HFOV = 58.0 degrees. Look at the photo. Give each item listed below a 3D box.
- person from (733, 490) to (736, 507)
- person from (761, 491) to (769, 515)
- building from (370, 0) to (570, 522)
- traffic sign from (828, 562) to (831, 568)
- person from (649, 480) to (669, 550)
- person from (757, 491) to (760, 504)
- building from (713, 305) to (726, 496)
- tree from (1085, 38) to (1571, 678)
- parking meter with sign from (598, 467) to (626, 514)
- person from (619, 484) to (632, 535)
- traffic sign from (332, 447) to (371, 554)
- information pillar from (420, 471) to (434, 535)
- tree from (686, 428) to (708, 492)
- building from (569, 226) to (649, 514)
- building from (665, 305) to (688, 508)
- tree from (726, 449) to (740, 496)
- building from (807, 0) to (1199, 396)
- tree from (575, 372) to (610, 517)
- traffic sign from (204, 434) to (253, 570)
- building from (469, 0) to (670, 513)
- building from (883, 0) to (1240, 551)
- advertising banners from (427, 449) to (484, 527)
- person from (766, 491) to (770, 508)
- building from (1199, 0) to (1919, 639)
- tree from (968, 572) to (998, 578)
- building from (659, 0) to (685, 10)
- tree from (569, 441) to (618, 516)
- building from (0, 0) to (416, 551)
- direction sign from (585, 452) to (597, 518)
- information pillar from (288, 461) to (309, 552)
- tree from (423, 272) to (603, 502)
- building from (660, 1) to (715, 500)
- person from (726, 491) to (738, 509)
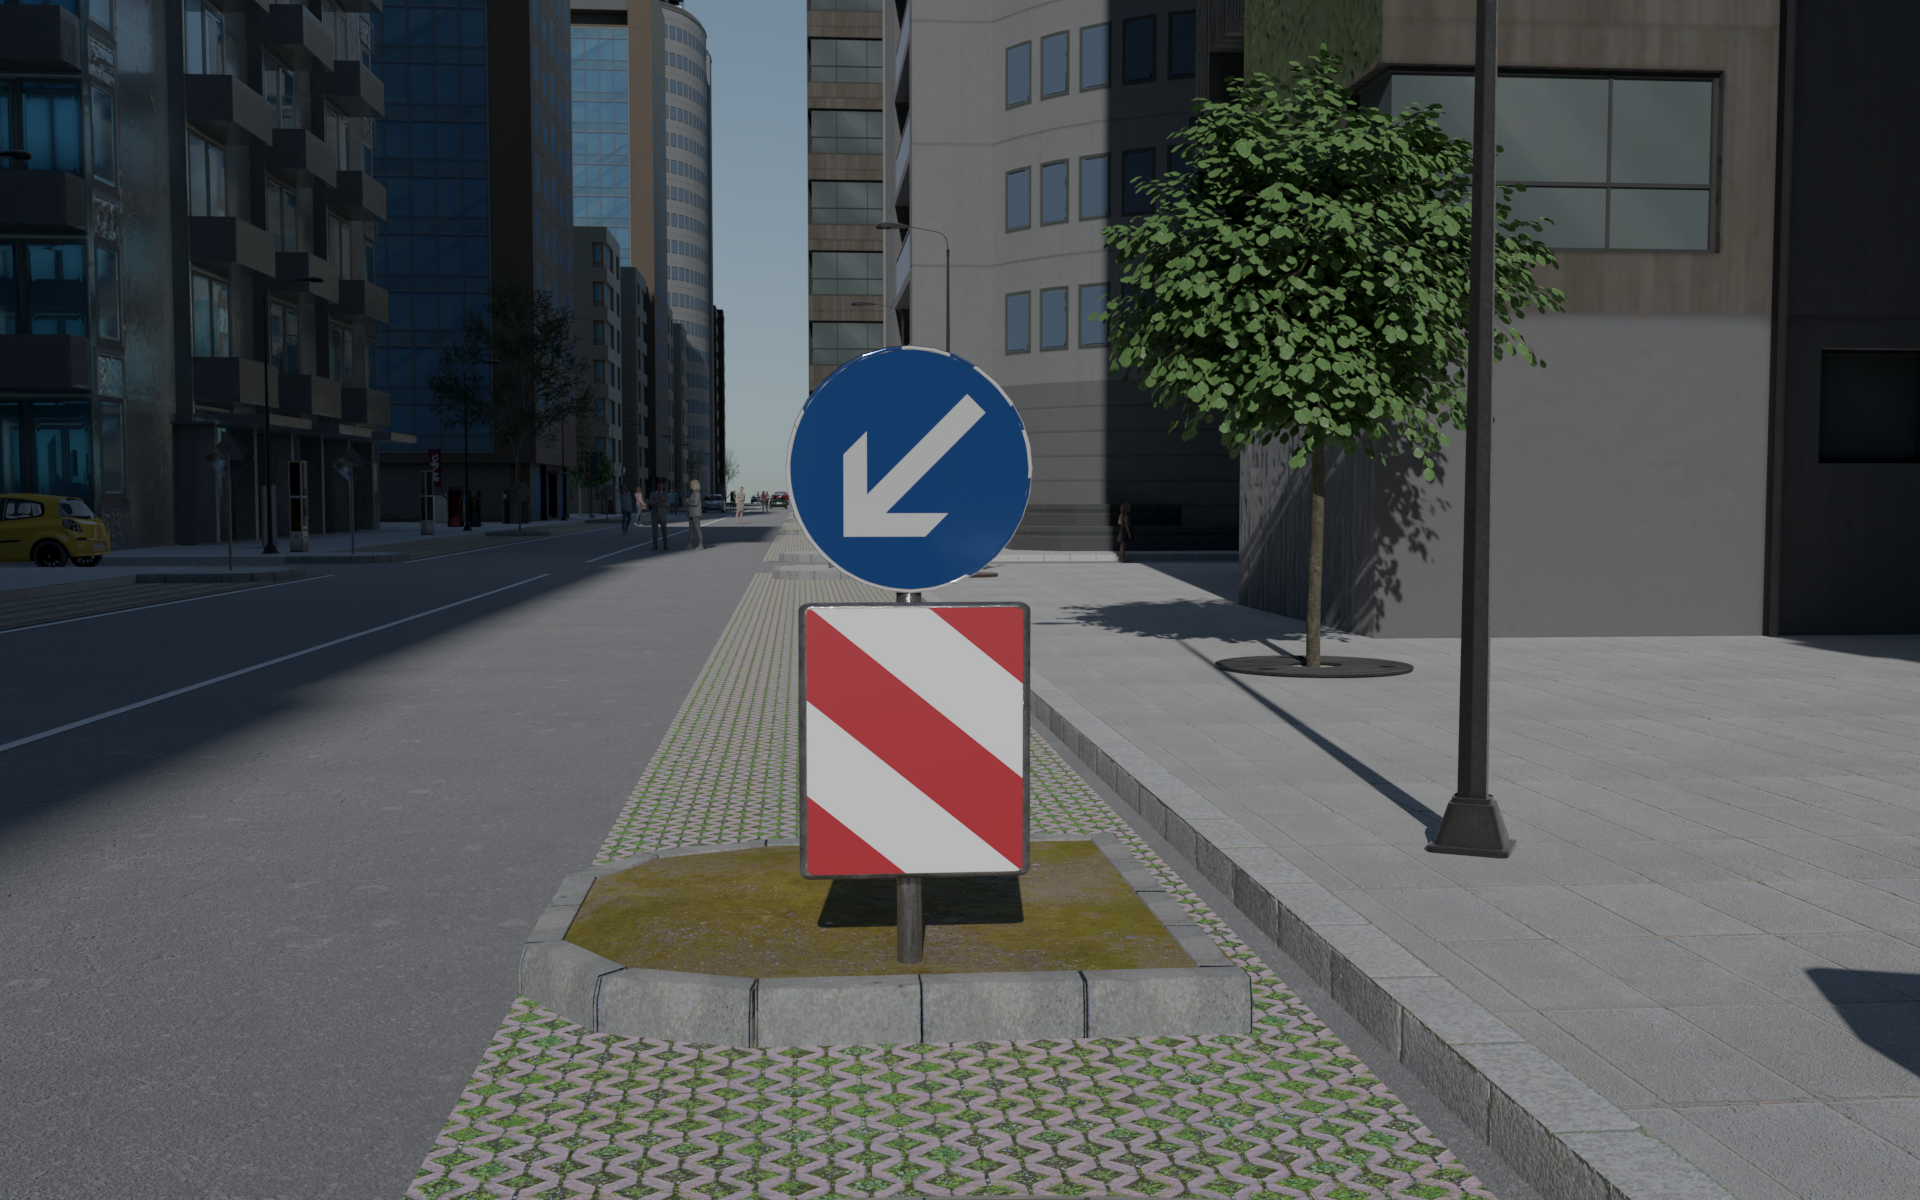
[{"bbox_3d":[-24.095,-10.800,185.070,0.705,1.826,1.348,0,4,4],"label":"person"},{"bbox_3d":[-13.421,-6.676,119.114,0.415,1.643,0.593,3,5,44],"label":"person"},{"bbox_3d":[-26.766,-26.529,83.862,14.600,45.320,14.200,0,4,-5],"label":"building"},{"bbox_3d":[-2.259,-1.610,29.967,0.795,2.450,0.064,0,4,-5],"label":"traffic sign"},{"bbox_3d":[-7.715,-2.186,44.426,0.511,1.800,0.466,-1,4,-16],"label":"person"},{"bbox_3d":[-28.740,-14.582,246.932,0.705,1.822,1.348,0,4,2],"label":"person"},{"bbox_3d":[-42.590,-29.861,259.930,14.160,30.474,14.107,0,4,-5],"label":"building"},{"bbox_3d":[2.627,-1.763,12.535,4.285,4.588,4.351,0,3,0],"label":"tree"},{"bbox_3d":[-22.446,-7.052,111.560,1.738,3.016,0.543,1,4,8],"label":"parking meter with sign"},{"bbox_3d":[-11.798,-3.200,61.085,0.793,1.790,0.793,0,4,-4],"label":"person"},{"bbox_3d":[-12.994,-2.042,37.023,0.795,2.450,0.064,0,4,-5],"label":"traffic sign"},{"bbox_3d":[-16.734,-3.050,54.367,0.304,2.012,0.304,3,4,38],"label":"information pillar"},{"bbox_3d":[-29.436,-14.468,186.906,4.360,8.622,3.978,0,3,0],"label":"tree"},{"bbox_3d":[-37.887,-17.135,125.204,27.650,21.520,28.899,0,4,-5],"label":"building"},{"bbox_3d":[-41.440,-19.793,168.661,27.650,21.520,28.899,0,4,-5],"label":"building"},{"bbox_3d":[-36.525,-19.617,271.104,4.360,8.622,3.978,0,3,0],"label":"tree"},{"bbox_3d":[0.905,-18.217,69.544,14.160,30.474,14.107,0,4,-5],"label":"building"},{"bbox_3d":[-21.751,-9.055,98.409,4.360,8.622,3.978,0,3,0],"label":"tree"},{"bbox_3d":[-12.263,-1.555,29.071,0.795,2.450,0.064,0,4,-5],"label":"traffic sign"},{"bbox_3d":[-32.400,-30.401,147.163,14.600,45.320,14.200,0,4,-5],"label":"building"},{"bbox_3d":[12.339,-30.924,47.603,28.212,58.520,21.231,0,4,-5],"label":"building"},{"bbox_3d":[-19.576,-4.343,67.192,2.074,3.025,0.090,-1,4,-9],"label":"advertising banners"},{"bbox_3d":[-20.404,-10.688,183.968,1.217,1.735,0.721,3,5,43],"label":"person"},{"bbox_3d":[10.030,-15.301,21.878,14.160,30.474,14.107,0,4,-5],"label":"building"},{"bbox_3d":[0.183,-1.980,26.980,1.663,3.219,1.824,0,3,0],"label":"tree"},{"bbox_3d":[-44.930,-56.436,235.398,22.319,86.520,31.000,0,4,-5],"label":"building"},{"bbox_3d":[-22.192,-7.318,103.363,4.285,4.588,4.351,0,3,0],"label":"tree"},{"bbox_3d":[-29.817,-26.263,49.003,23.786,49.044,30.456,0,4,-5],"label":"building"},{"bbox_3d":[-19.923,-6.215,93.608,0.379,3.537,0.876,2,4,29],"label":"direction sign"},{"bbox_3d":[-14.644,-2.070,38.328,0.304,2.012,0.304,0,4,2],"label":"information pillar"},{"bbox_3d":[-19.108,-8.529,73.867,8.767,10.594,7.601,1,4,12],"label":"tree"},{"bbox_3d":[-40.785,-40.670,206.958,21.231,58.520,28.212,0,4,-5],"label":"building"},{"bbox_3d":[-21.514,-9.435,163.582,1.217,1.723,0.721,-1,4,-19],"label":"person"}]
